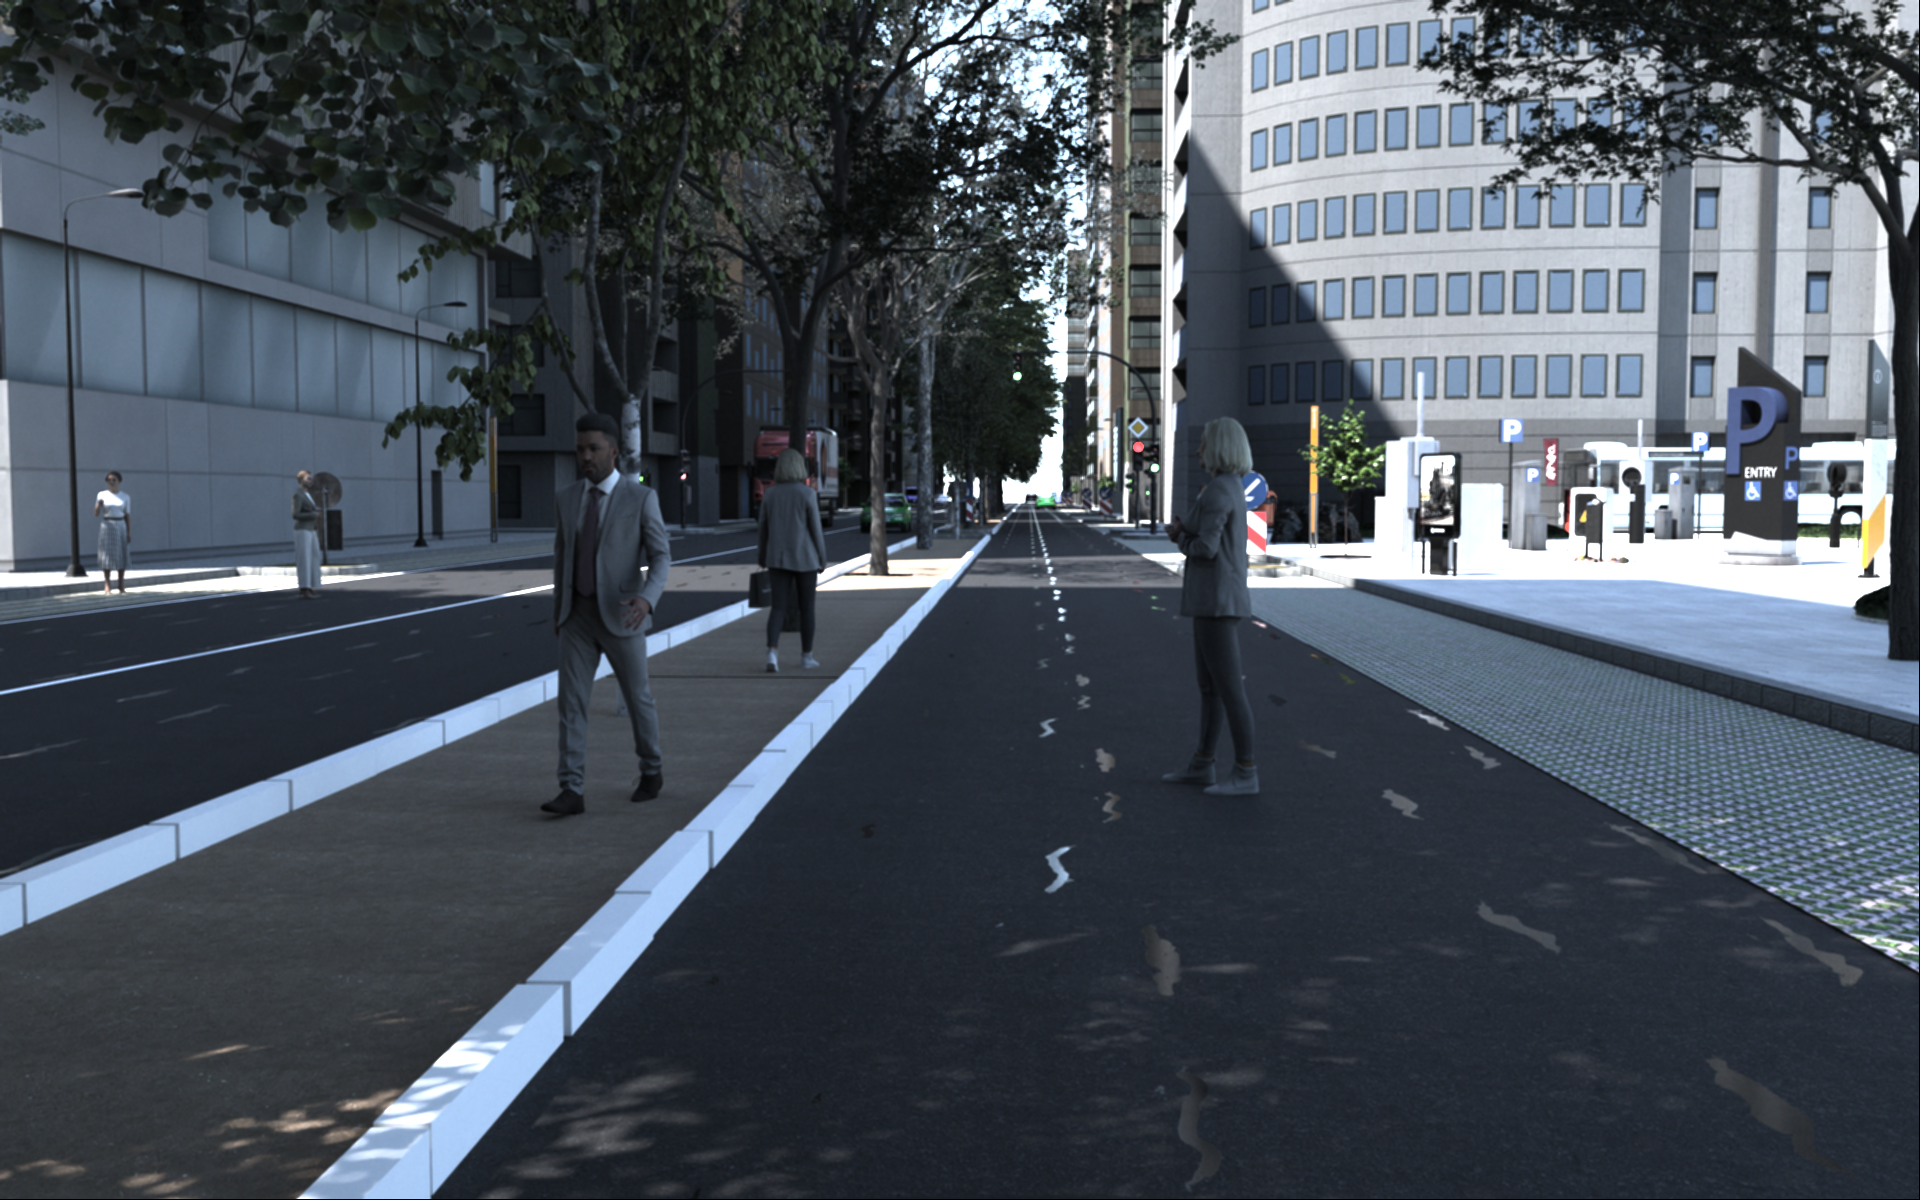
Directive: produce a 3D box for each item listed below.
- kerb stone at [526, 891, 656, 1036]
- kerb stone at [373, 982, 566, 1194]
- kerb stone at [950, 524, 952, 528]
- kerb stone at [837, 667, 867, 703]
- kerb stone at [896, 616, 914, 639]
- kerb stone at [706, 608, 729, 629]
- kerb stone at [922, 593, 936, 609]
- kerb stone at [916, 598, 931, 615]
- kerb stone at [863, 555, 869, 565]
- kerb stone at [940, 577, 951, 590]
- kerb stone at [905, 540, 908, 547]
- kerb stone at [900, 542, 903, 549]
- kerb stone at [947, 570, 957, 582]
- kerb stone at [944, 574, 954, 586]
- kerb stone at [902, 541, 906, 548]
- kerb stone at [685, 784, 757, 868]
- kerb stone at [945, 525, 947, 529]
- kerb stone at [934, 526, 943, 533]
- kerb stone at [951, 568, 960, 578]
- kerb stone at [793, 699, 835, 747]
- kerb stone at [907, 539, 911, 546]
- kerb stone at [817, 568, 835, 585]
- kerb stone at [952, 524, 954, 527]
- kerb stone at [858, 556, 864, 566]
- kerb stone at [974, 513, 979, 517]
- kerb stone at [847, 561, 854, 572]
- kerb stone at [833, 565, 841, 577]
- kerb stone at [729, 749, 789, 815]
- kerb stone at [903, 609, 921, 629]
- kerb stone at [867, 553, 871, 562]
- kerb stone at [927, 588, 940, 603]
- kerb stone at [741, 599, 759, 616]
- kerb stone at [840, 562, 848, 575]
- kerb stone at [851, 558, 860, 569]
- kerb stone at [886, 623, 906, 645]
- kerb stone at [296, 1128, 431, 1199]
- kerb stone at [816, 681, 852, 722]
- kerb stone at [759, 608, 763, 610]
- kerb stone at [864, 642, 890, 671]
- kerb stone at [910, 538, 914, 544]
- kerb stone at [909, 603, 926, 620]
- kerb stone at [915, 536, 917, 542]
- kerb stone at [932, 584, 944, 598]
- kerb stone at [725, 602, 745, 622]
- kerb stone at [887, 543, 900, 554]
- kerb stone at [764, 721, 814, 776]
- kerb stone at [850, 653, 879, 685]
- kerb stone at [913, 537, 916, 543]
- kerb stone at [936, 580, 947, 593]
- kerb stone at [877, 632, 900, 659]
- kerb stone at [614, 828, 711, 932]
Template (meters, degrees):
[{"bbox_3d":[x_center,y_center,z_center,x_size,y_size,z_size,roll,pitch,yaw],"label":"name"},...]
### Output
[{"bbox_3d":[-1.067,1.050,5.075,0.120,0.150,1.000,0,4,2],"label":"kerb stone"},{"bbox_3d":[-1.118,1.111,4.035,0.120,0.150,1.000,0,4,2],"label":"kerb stone"},{"bbox_3d":[-0.534,-3.003,71.300,0.120,0.150,1.000,0,4,2],"label":"kerb stone"},{"bbox_3d":[-0.784,0.616,12.258,0.120,0.150,1.000,0,4,2],"label":"kerb stone"},{"bbox_3d":[-0.578,0.294,17.387,0.120,0.150,1.000,0,4,2],"label":"kerb stone"},{"bbox_3d":[-2.640,0.224,18.530,0.120,0.150,1.000,0,4,2],"label":"kerb stone"},{"bbox_3d":[-0.414,0.043,21.499,0.120,0.150,1.000,0,4,2],"label":"kerb stone"},{"bbox_3d":[-0.459,0.109,20.469,0.120,0.150,1.000,0,4,2],"label":"kerb stone"},{"bbox_3d":[-1.984,-0.773,34.909,0.120,0.150,1.000,0,4,2],"label":"kerb stone"},{"bbox_3d":[-0.260,-0.208,25.597,0.120,0.150,1.000,0,4,2],"label":"kerb stone"},{"bbox_3d":[-1.538,-1.462,46.175,0.120,0.150,1.000,0,4,2],"label":"kerb stone"},{"bbox_3d":[-1.612,-1.341,44.125,0.120,0.150,1.000,0,4,2],"label":"kerb stone"},{"bbox_3d":[-0.169,-0.333,27.652,0.120,0.150,1.000,0,4,2],"label":"kerb stone"},{"bbox_3d":[-0.210,-0.263,26.619,0.120,0.150,1.000,0,4,2],"label":"kerb stone"},{"bbox_3d":[-1.566,-1.404,45.146,0.120,0.150,1.000,0,4,2],"label":"kerb stone"},{"bbox_3d":[-0.983,0.926,7.126,0.120,0.150,1.000,0,4,2],"label":"kerb stone"},{"bbox_3d":[-0.701,-2.753,67.213,0.120,0.150,1.000,0,4,2],"label":"kerb stone"},{"bbox_3d":[-0.817,-2.565,64.141,0.120,0.150,1.000,0,4,2],"label":"kerb stone"},{"bbox_3d":[-0.130,-0.393,28.682,0.120,0.150,1.000,0,4,2],"label":"kerb stone"},{"bbox_3d":[-0.869,0.734,10.212,0.120,0.150,1.000,0,4,2],"label":"kerb stone"},{"bbox_3d":[-1.494,-1.528,47.203,0.120,0.150,1.000,0,4,2],"label":"kerb stone"},{"bbox_3d":[-2.231,-0.399,28.778,0.120,0.150,1.000,0,4,2],"label":"kerb stone"},{"bbox_3d":[-0.457,-3.128,73.343,0.120,0.150,1.000,0,4,2],"label":"kerb stone"},{"bbox_3d":[-2.027,-0.715,33.888,0.120,0.150,1.000,0,4,2],"label":"kerb stone"},{"bbox_3d":[1.172,-5.631,114.328,0.120,0.150,1.000,0,4,2],"label":"kerb stone"},{"bbox_3d":[-2.104,-0.585,31.845,0.120,0.150,1.000,0,4,2],"label":"kerb stone"},{"bbox_3d":[-2.197,-0.461,29.800,0.120,0.150,1.000,0,4,2],"label":"kerb stone"},{"bbox_3d":[-0.949,0.864,8.159,0.120,0.150,1.000,0,4,2],"label":"kerb stone"},{"bbox_3d":[-0.538,0.234,18.412,0.120,0.150,1.000,0,4,2],"label":"kerb stone"},{"bbox_3d":[-1.951,-0.835,35.932,0.120,0.150,1.000,0,4,2],"label":"kerb stone"},{"bbox_3d":[-0.374,-0.020,22.525,0.120,0.150,1.000,0,4,2],"label":"kerb stone"},{"bbox_3d":[-2.552,0.099,20.584,0.120,0.150,1.000,0,4,2],"label":"kerb stone"},{"bbox_3d":[-2.147,-0.528,30.823,0.120,0.150,1.000,0,4,2],"label":"kerb stone"},{"bbox_3d":[-2.064,-0.653,32.866,0.120,0.150,1.000,0,4,2],"label":"kerb stone"},{"bbox_3d":[-0.626,0.357,16.361,0.120,0.150,1.000,0,4,2],"label":"kerb stone"},{"bbox_3d":[-1.154,1.175,3.014,0.120,0.150,1.000,0,4,2],"label":"kerb stone"},{"bbox_3d":[-0.828,0.671,11.236,0.120,0.150,1.000,0,4,2],"label":"kerb stone"},{"bbox_3d":[-2.512,0.040,21.606,0.120,0.150,1.000,0,4,2],"label":"kerb stone"},{"bbox_3d":[-0.702,0.482,14.310,0.120,0.150,1.000,0,4,2],"label":"kerb stone"},{"bbox_3d":[-1.452,-1.592,48.232,0.120,0.150,1.000,0,4,2],"label":"kerb stone"},{"bbox_3d":[-0.505,0.169,19.433,0.120,0.150,1.000,0,4,2],"label":"kerb stone"},{"bbox_3d":[-1.373,-1.717,50.277,0.120,0.150,1.000,0,4,2],"label":"kerb stone"},{"bbox_3d":[-0.342,-0.079,23.552,0.120,0.150,1.000,0,4,2],"label":"kerb stone"},{"bbox_3d":[-2.603,0.161,19.560,0.120,0.150,1.000,0,4,2],"label":"kerb stone"},{"bbox_3d":[-1.658,-1.278,43.096,0.120,0.150,1.000,0,4,2],"label":"kerb stone"},{"bbox_3d":[-0.912,0.795,9.190,0.120,0.150,1.000,0,4,2],"label":"kerb stone"},{"bbox_3d":[-0.741,0.545,13.287,0.120,0.150,1.000,0,4,2],"label":"kerb stone"},{"bbox_3d":[-1.413,-1.655,49.255,0.120,0.150,1.000,0,4,2],"label":"kerb stone"},{"bbox_3d":[-0.300,-0.143,24.573,0.120,0.150,1.000,0,4,2],"label":"kerb stone"},{"bbox_3d":[-0.654,0.422,15.332,0.120,0.150,1.000,0,4,2],"label":"kerb stone"},{"bbox_3d":[-1.037,0.985,6.096,0.120,0.150,1.000,0,4,2],"label":"kerb stone"}]
